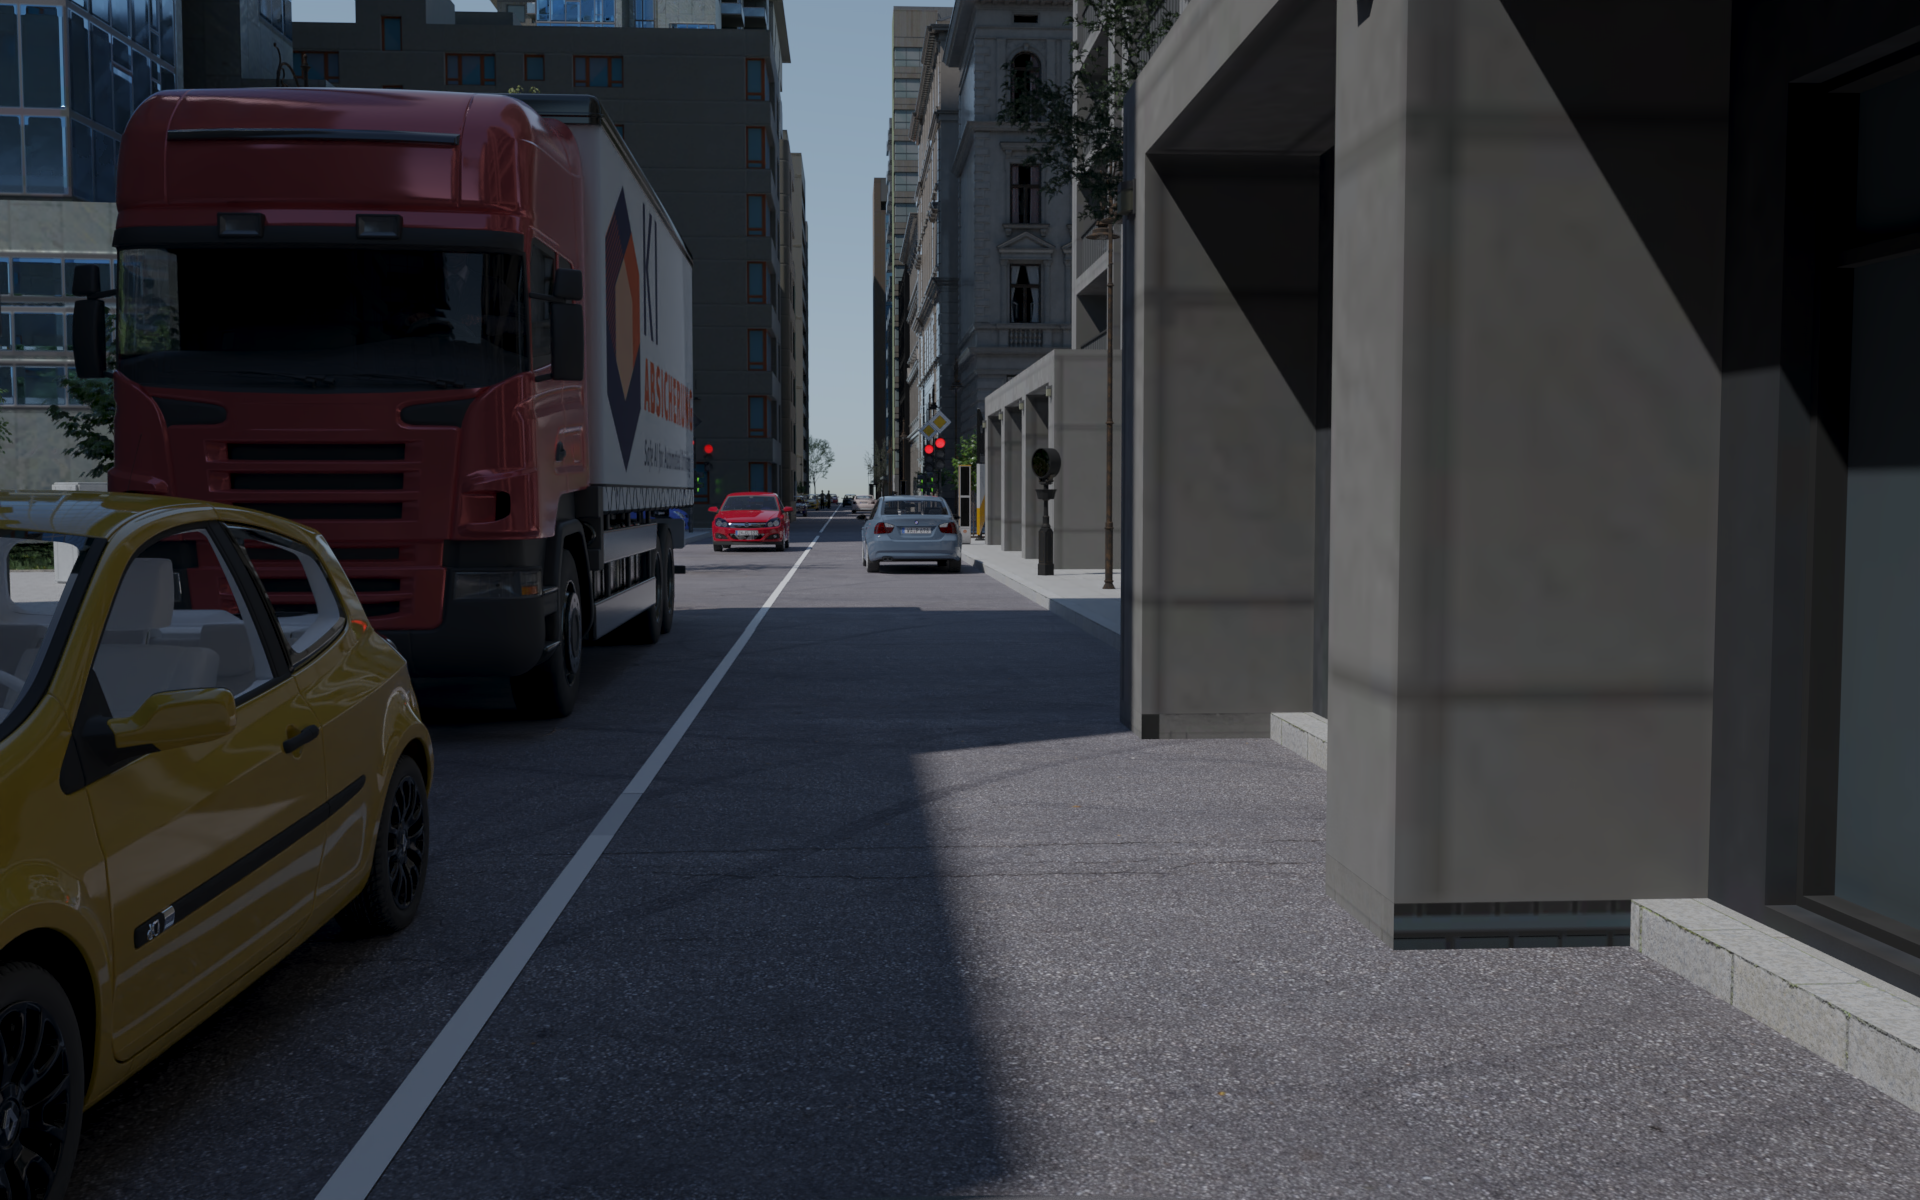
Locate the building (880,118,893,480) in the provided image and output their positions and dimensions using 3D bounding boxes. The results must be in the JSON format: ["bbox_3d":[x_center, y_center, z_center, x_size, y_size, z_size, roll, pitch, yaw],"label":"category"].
[{"bbox_3d":[2.707,-35.616,201.934,23.786,49.044,30.456,0,4,-4],"label":"building"}]

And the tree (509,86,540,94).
[{"bbox_3d":[-8.321,-4.917,30.764,4.737,8.622,4.395,0,3,0],"label":"tree"}]

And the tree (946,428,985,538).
[{"bbox_3d":[0.531,-3.438,50.809,1.663,3.219,1.824,0,3,0],"label":"tree"}]

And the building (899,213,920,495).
[{"bbox_3d":[2.087,-17.052,114.957,11.583,22.565,21.152,0,4,-4],"label":"building"}]

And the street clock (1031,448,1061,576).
[{"bbox_3d":[1.353,-1.387,27.250,0.358,2.002,0.471,-3,4,-37],"label":"street clock"}]

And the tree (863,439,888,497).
[{"bbox_3d":[-10.500,-16.898,226.637,4.360,8.622,3.978,0,3,0],"label":"tree"}]

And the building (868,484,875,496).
[{"bbox_3d":[0.858,-36.527,289.102,32.217,40.220,23.993,0,4,-4],"label":"building"}]

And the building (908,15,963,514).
[{"bbox_3d":[3.917,-17.987,91.349,12.463,27.353,25.104,0,4,-4],"label":"building"}]

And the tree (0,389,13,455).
[{"bbox_3d":[-20.039,-3.015,33.011,4.285,4.588,4.351,0,3,0],"label":"tree"}]

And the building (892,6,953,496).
[{"bbox_3d":[1.130,-28.516,149.831,14.154,41.232,14.086,0,4,-4],"label":"building"}]

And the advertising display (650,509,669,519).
[{"bbox_3d":[-8.916,-2.828,51.454,0.123,1.923,0.974,1,4,18],"label":"advertising display"}]

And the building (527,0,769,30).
[{"bbox_3d":[-26.723,-51.436,153.646,22.319,86.520,31.000,0,4,-4],"label":"building"}]

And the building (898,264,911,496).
[{"bbox_3d":[1.634,-18.595,133.713,12.332,23.373,15.834,0,4,-4],"label":"building"}]

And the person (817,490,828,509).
[{"bbox_3d":[-13.010,-9.475,163.433,1.348,1.823,0.705,2,4,26],"label":"person"}]

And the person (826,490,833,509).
[{"bbox_3d":[-12.726,-9.770,168.332,0.705,1.812,1.348,-2,4,-33],"label":"person"}]

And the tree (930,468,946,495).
[{"bbox_3d":[0.177,-3.683,54.825,1.663,3.219,1.824,0,3,0],"label":"tree"}]

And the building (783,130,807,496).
[{"bbox_3d":[-31.642,-37.281,233.244,21.300,48.544,21.600,0,4,-4],"label":"building"}]

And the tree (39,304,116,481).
[{"bbox_3d":[-7.175,-1.262,15.230,1.663,3.219,1.824,0,3,0],"label":"tree"}]

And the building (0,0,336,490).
[{"bbox_3d":[-32.021,-44.827,45.596,31.000,86.520,22.319,0,4,-4],"label":"building"}]

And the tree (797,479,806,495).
[{"bbox_3d":[-19.843,-13.541,215.997,1.663,3.219,1.824,0,3,0],"label":"tree"}]

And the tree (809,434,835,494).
[{"bbox_3d":[-25.286,-22.899,300.150,9.928,11.665,9.643,0,3,0],"label":"tree"}]

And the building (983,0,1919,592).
[{"bbox_3d":[11.479,-36.342,32.447,20.563,71.187,20.611,0,4,-4],"label":"building"}]

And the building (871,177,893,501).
[{"bbox_3d":[-5.007,-36.018,239.007,14.600,45.320,14.200,0,4,-4],"label":"building"}]

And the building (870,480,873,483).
[{"bbox_3d":[-1.658,-39.256,261.441,23.786,49.044,30.456,0,4,-4],"label":"building"}]

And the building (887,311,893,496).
[{"bbox_3d":[6.902,-20.038,172.658,27.650,21.520,28.899,0,4,-4],"label":"building"}]

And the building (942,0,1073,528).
[{"bbox_3d":[9.518,-14.807,70.973,19.941,23.489,11.050,0,4,-4],"label":"building"}]

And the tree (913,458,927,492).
[{"bbox_3d":[-1.349,-5.084,77.720,1.663,3.219,1.824,0,3,0],"label":"tree"}]

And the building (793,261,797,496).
[{"bbox_3d":[-26.745,-26.554,205.851,14.160,30.474,14.107,0,4,-4],"label":"building"}]

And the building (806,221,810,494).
[{"bbox_3d":[-29.168,-34.751,251.775,14.154,41.232,14.086,0,4,-4],"label":"building"}]

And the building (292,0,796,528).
[{"bbox_3d":[-21.782,-14.268,78.320,27.650,21.520,28.899,0,4,-4],"label":"building"}]

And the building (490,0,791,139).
[{"bbox_3d":[-32.580,-36.366,183.826,28.713,52.752,27.495,0,4,-4],"label":"building"}]

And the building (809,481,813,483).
[{"bbox_3d":[-35.469,-40.034,274.167,23.786,49.044,30.456,0,4,-4],"label":"building"}]

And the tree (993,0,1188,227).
[{"bbox_3d":[3.823,-4.925,14.933,7.601,10.594,8.767,0,3,0],"label":"tree"}]
